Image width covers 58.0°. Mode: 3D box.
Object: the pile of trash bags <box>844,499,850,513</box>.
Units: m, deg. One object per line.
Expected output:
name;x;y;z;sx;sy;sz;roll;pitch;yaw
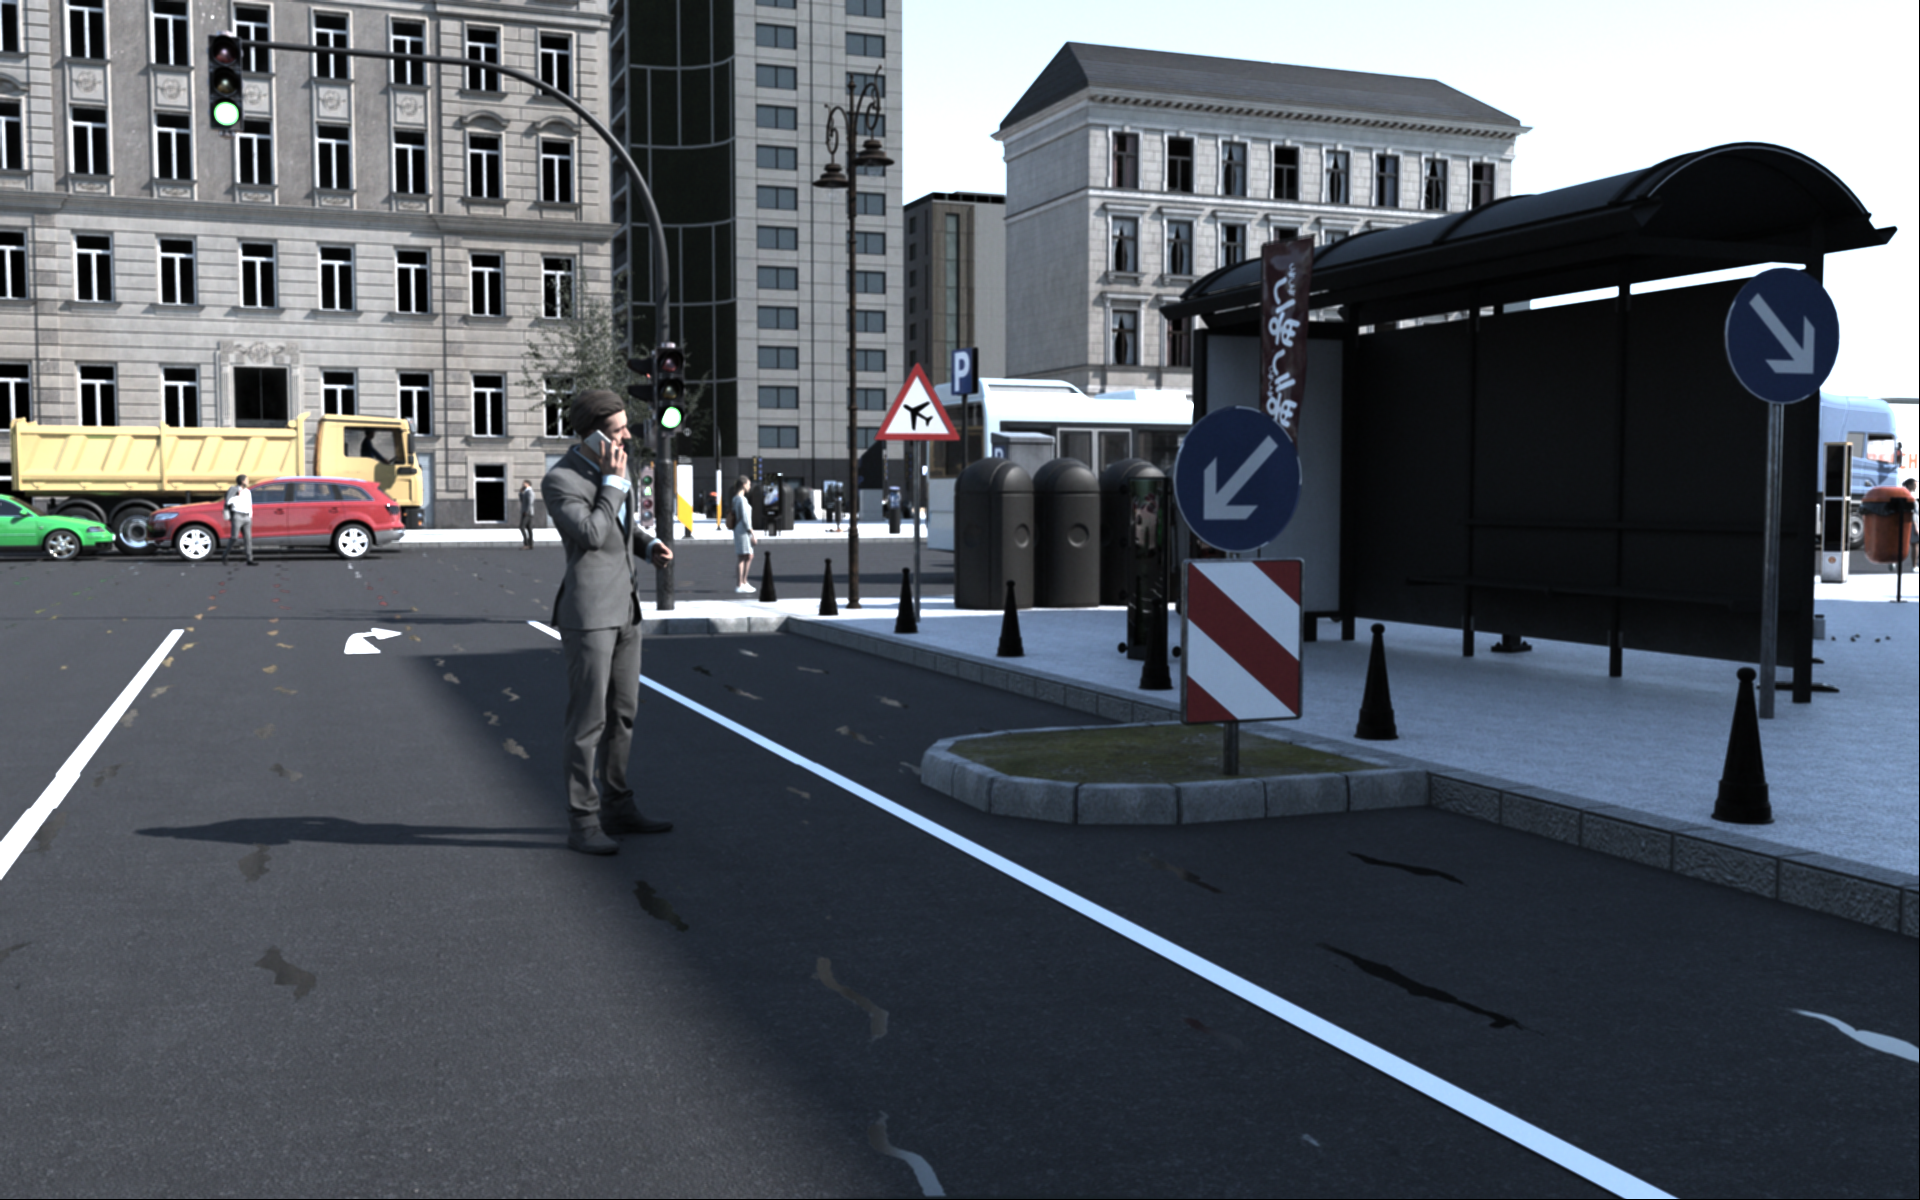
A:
pile of trash bags;-6.949;-6.416;114.661;1.912;1.369;3.447;3;5;39

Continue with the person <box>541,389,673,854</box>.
person;-1.391;0.076;7.061;0.447;1.846;0.655;1;4;16

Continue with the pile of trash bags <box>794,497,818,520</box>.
pile of trash bags;-8.585;-4.631;85.470;1.912;1.369;3.447;-3;5;-42

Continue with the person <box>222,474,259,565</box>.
person;-14.483;-1.599;34.747;0.850;1.850;0.679;1;4;21

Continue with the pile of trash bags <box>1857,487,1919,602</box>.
pile of trash bags;12.538;-0.681;20.888;3.447;1.369;1.912;0;4;-5

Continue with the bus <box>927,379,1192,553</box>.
bus;6.009;-2.211;31.003;13.247;3.499;2.948;-1;4;-23

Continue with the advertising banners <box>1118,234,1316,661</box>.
advertising banners;1.826;-1.004;12.598;0.090;3.025;2.074;-2;4;-32

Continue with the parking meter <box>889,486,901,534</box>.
parking meter;-2.102;-2.897;55.784;0.372;1.533;0.369;0;3;0

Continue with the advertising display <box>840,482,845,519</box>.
advertising display;-6.361;-5.182;89.939;0.974;1.923;0.123;3;5;42

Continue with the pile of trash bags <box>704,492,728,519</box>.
pile of trash bags;-12.415;-4.918;90.162;1.912;1.369;3.447;-2;4;-28

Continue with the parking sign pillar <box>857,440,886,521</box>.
parking sign pillar;-4.247;-5.723;82.039;1.447;3.967;1.447;3;5;41

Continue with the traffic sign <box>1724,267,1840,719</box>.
traffic sign;4.616;-0.595;9.836;0.768;2.556;0.104;-1;4;-15

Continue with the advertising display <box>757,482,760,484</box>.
advertising display;-10.978;-5.479;94.789;0.123;1.923;0.974;0;4;1

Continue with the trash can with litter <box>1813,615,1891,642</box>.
trash can with litter;7.385;-0.307;16.080;1.678;1.210;2.233;0;4;0

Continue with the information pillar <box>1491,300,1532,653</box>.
information pillar;4.450;-1.384;13.990;0.183;3.616;0.504;3;5;44

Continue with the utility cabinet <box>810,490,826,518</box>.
utility cabinet;-7.442;-5.048;91.207;0.318;1.500;1.173;2;4;31

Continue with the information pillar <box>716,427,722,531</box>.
information pillar;-8.456;-4.241;60.700;0.183;3.616;0.504;0;4;0

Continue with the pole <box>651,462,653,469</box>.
pole;-19.342;-7.035;108.873;0.158;3.312;0.155;0;3;0

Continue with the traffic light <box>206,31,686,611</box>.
traffic light;-5.200;-2.657;18.115;4.771;5.953;1.251;-1;4;-21

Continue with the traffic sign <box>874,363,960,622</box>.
traffic sign;-0.432;-1.055;17.260;0.884;2.594;0.081;-1;4;-17

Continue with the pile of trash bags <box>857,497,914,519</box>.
pile of trash bags;-3.840;-4.924;90.261;1.912;1.369;3.447;-3;4;-38

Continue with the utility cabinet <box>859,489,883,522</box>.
utility cabinet;-4.100;-4.347;79.759;1.173;1.500;0.318;-3;5;-44

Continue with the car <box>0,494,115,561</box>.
car;-20.767;-1.736;37.177;4.718;1.807;1.959;-1;4;-22

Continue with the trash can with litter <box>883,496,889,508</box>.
trash can with litter;-5.120;-6.195;112.667;1.055;1.170;0.624;1;4;23

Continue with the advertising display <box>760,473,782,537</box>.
advertising display;-5.658;-2.876;52.235;0.123;1.923;0.974;-3;4;-36

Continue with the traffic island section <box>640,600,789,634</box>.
traffic island section;-3.242;0.192;19.137;2.009;0.180;2.903;-1;4;-21

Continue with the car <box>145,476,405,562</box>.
car;-14.951;-1.791;37.951;5.304;1.827;2.281;-1;4;-23

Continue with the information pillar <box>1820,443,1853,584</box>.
information pillar;12.598;-1.248;24.899;0.304;2.012;0.304;3;5;41

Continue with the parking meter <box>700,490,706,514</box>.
parking meter;-16.514;-6.286;111.179;0.372;1.533;0.369;0;3;0

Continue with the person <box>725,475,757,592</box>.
person;-3.173;-0.964;25.258;0.522;1.701;0.512;-2;4;-25

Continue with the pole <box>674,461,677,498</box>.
pole;-17.404;-6.862;106.040;0.158;3.312;0.155;0;3;0

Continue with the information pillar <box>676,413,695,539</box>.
information pillar;-7.929;-3.581;49.909;0.504;3.616;0.183;-3;4;-39

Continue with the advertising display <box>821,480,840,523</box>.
advertising display;-5.884;-4.454;78.039;0.123;1.923;0.974;3;4;36

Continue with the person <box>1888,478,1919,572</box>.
person;17.358;-1.374;31.711;0.760;1.731;0.466;-2;4;-30
